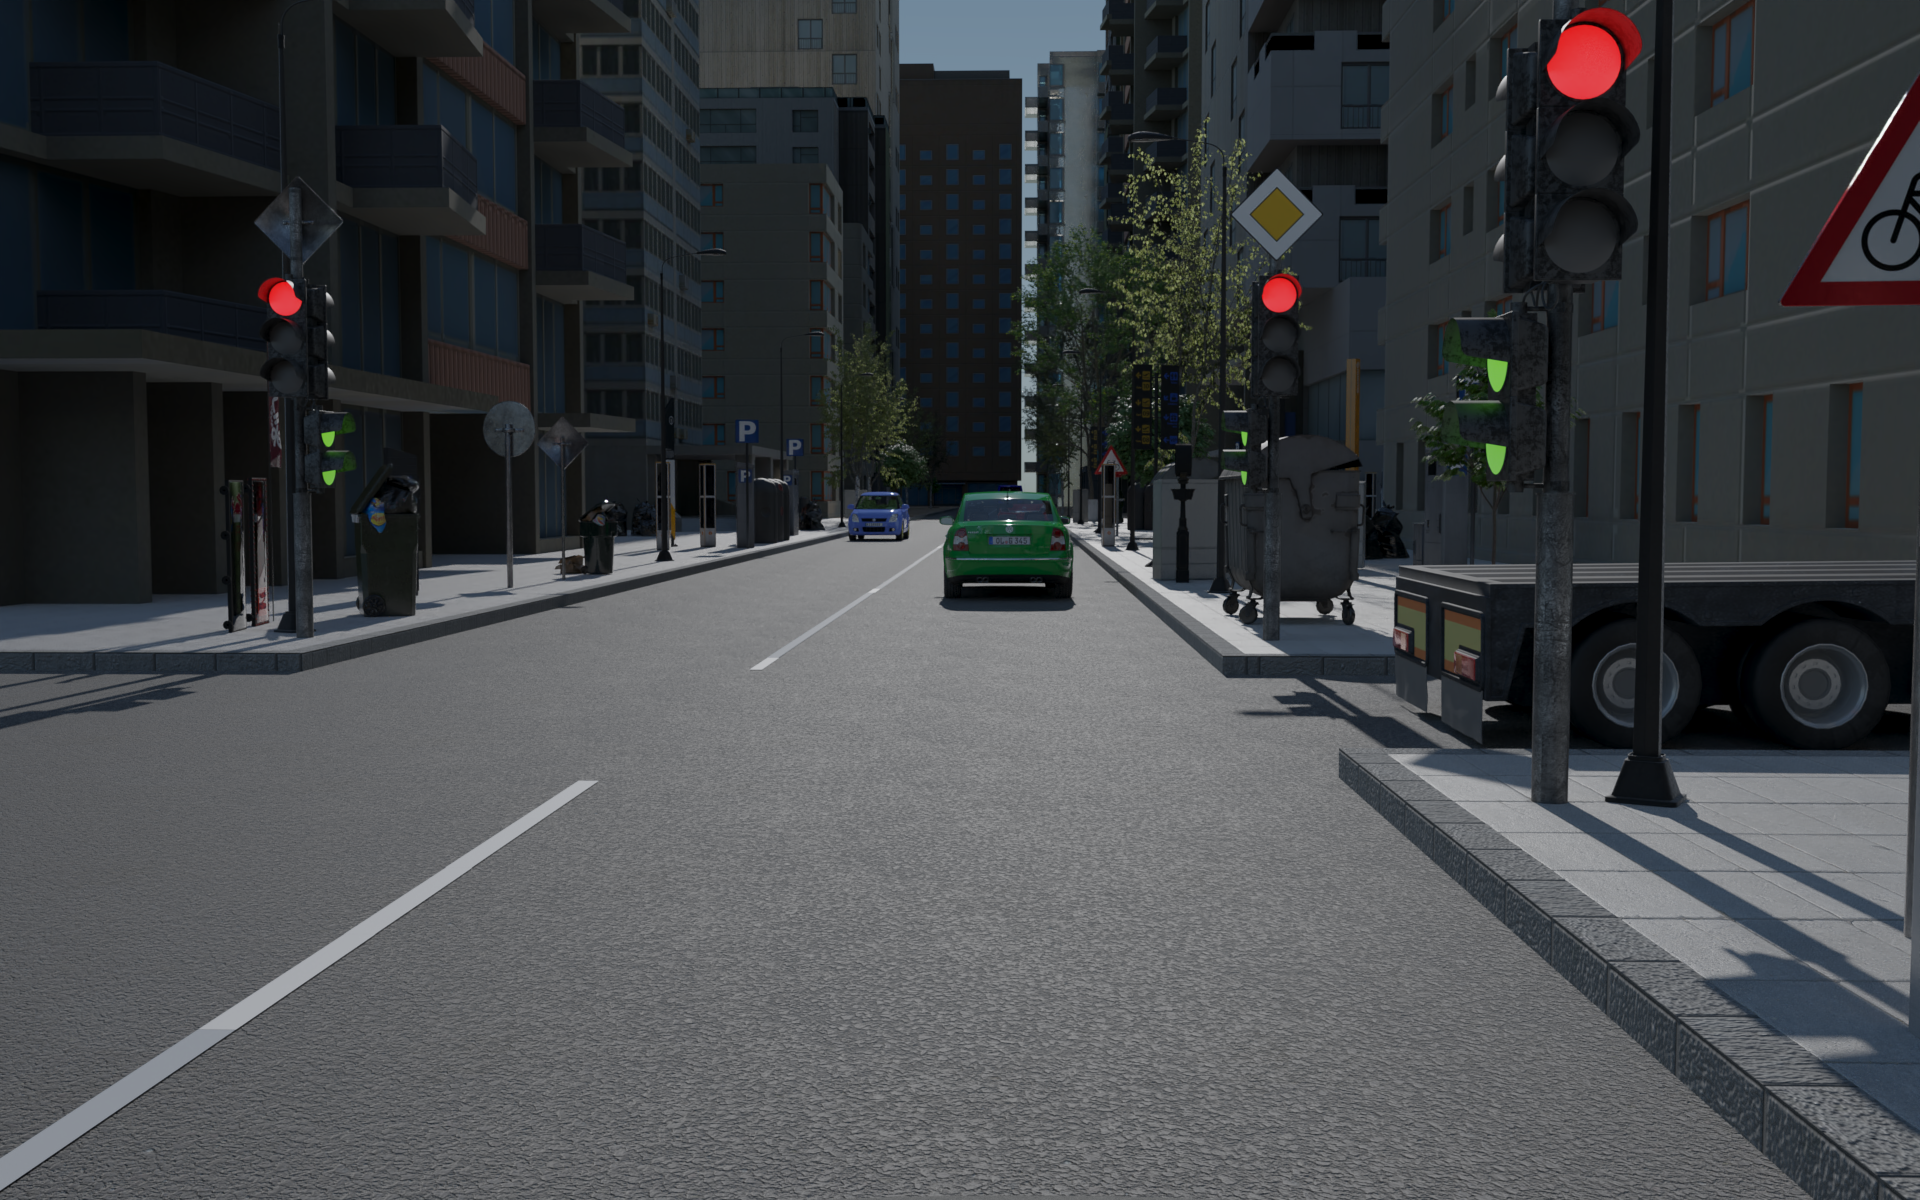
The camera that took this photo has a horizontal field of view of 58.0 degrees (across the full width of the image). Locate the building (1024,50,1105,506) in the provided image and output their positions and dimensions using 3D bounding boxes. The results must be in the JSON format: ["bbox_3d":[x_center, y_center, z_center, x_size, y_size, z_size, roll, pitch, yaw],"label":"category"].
[{"bbox_3d":[22.208,-34.721,187.290,30.456,49.044,23.786,0,4,2],"label":"building"}]

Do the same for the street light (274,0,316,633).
[{"bbox_3d":[-5.653,-2.653,15.923,1.470,5.913,1.316,0,4,2],"label":"street light"}]

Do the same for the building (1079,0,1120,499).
[{"bbox_3d":[21.171,-43.607,151.227,20.563,71.187,20.611,0,4,2],"label":"building"}]

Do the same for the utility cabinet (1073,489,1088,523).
[{"bbox_3d":[5.251,-4.094,75.623,0.318,1.500,1.173,2,4,24],"label":"utility cabinet"}]

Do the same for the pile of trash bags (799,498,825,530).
[{"bbox_3d":[-5.955,-3.214,62.299,1.912,1.369,3.447,-1,4,-12],"label":"pile of trash bags"}]

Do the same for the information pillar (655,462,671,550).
[{"bbox_3d":[-6.773,-2.145,39.555,0.304,2.012,0.304,0,4,-2],"label":"information pillar"}]

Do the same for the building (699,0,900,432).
[{"bbox_3d":[-19.030,-34.229,148.884,27.495,52.752,28.713,0,4,2],"label":"building"}]

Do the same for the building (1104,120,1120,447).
[{"bbox_3d":[18.112,-22.208,134.797,14.160,30.474,14.107,0,4,2],"label":"building"}]

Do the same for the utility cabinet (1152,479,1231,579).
[{"bbox_3d":[3.475,-1.055,25.924,1.173,1.500,0.318,-1,4,-19],"label":"utility cabinet"}]

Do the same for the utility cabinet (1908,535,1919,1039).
[{"bbox_3d":[2.351,0.463,3.599,0.306,1.237,1.020,0,4,7],"label":"utility cabinet"}]

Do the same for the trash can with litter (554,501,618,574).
[{"bbox_3d":[-6.018,-1.001,27.751,1.055,1.170,0.624,1,4,22],"label":"trash can with litter"}]

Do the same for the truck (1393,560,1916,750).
[{"bbox_3d":[12.279,-1.248,10.163,18.799,4.110,2.967,0,4,3],"label":"truck"}]

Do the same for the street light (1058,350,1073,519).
[{"bbox_3d":[4.003,-5.108,56.055,1.470,5.913,1.316,0,4,2],"label":"street light"}]

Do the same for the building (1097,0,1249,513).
[{"bbox_3d":[20.373,-27.989,112.245,22.147,44.769,28.867,0,4,2],"label":"building"}]

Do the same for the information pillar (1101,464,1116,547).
[{"bbox_3d":[3.617,-2.309,42.245,0.304,2.012,0.304,0,4,-5],"label":"information pillar"}]

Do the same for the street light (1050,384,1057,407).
[{"bbox_3d":[4.589,-6.165,73.332,1.470,5.913,1.316,0,4,2],"label":"street light"}]

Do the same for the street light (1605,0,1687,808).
[{"bbox_3d":[2.334,-2.114,7.104,1.470,5.913,1.316,0,4,2],"label":"street light"}]

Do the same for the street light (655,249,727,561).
[{"bbox_3d":[-5.119,-3.696,32.973,1.470,5.913,1.316,0,4,2],"label":"street light"}]

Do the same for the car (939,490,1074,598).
[{"bbox_3d":[0.667,-1.001,25.160,1.959,1.807,4.718,0,4,0],"label":"car"}]

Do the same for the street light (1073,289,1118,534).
[{"bbox_3d":[3.384,-4.082,39.283,1.470,5.913,1.316,0,4,2],"label":"street light"}]

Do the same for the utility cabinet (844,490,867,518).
[{"bbox_3d":[-5.445,-5.018,90.715,1.173,1.500,0.318,0,4,8],"label":"utility cabinet"}]

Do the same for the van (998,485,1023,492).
[{"bbox_3d":[3.478,-7.109,120.609,2.240,2.365,5.245,0,4,1],"label":"van"}]

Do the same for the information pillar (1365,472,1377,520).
[{"bbox_3d":[13.997,-3.335,59.019,0.304,2.012,0.304,3,4,36],"label":"information pillar"}]

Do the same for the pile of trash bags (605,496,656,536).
[{"bbox_3d":[-10.787,-2.639,52.903,3.447,1.369,1.912,-1,4,-8],"label":"pile of trash bags"}]

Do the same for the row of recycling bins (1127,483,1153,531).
[{"bbox_3d":[7.323,-3.289,60.896,3.534,1.692,1.069,3,5,44],"label":"row of recycling bins"}]

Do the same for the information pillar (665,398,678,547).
[{"bbox_3d":[-7.053,-3.094,41.940,0.183,3.616,0.504,1,4,20],"label":"information pillar"}]

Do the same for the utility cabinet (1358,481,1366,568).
[{"bbox_3d":[6.338,-1.286,29.708,1.173,1.500,0.318,1,4,21],"label":"utility cabinet"}]

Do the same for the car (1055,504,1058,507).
[{"bbox_3d":[2.270,-3.090,59.559,2.155,1.783,4.494,0,4,4],"label":"car"}]

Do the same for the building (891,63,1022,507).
[{"bbox_3d":[-0.546,-32.635,183.699,14.200,45.320,14.600,0,4,2],"label":"building"}]

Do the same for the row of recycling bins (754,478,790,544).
[{"bbox_3d":[-5.214,-2.408,46.477,1.069,1.692,3.534,0,4,2],"label":"row of recycling bins"}]

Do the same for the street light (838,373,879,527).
[{"bbox_3d":[-4.008,-5.749,66.534,1.470,5.913,1.316,0,4,2],"label":"street light"}]

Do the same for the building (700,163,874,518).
[{"bbox_3d":[-20.299,-15.941,105.671,27.650,21.520,28.899,0,4,2],"label":"building"}]

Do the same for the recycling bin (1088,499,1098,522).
[{"bbox_3d":[6.470,-4.204,81.290,0.722,1.027,0.722,-2,4,-35],"label":"recycling bin"}]

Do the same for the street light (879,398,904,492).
[{"bbox_3d":[-3.383,-6.803,83.774,1.470,5.913,1.316,0,4,2],"label":"street light"}]

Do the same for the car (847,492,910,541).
[{"bbox_3d":[-2.533,-2.746,54.488,1.945,1.707,3.694,0,4,3],"label":"car"}]

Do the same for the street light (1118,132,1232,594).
[{"bbox_3d":[2.850,-3.047,22.363,1.470,5.913,1.316,0,4,2],"label":"street light"}]

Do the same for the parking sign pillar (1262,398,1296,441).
[{"bbox_3d":[7.557,-3.248,41.569,1.447,3.967,1.447,-1,4,-15],"label":"parking sign pillar"}]

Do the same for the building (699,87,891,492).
[{"bbox_3d":[-12.567,-21.707,126.610,14.160,30.474,14.107,0,4,2],"label":"building"}]

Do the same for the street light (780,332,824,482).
[{"bbox_3d":[-4.586,-4.723,49.761,1.470,5.913,1.316,0,4,2],"label":"street light"}]

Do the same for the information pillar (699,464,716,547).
[{"bbox_3d":[-6.100,-2.287,41.883,0.304,2.012,0.304,-2,4,-31],"label":"information pillar"}]

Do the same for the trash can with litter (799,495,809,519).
[{"bbox_3d":[-8.228,-4.642,86.949,2.233,1.210,1.678,-1,4,-20],"label":"trash can with litter"}]

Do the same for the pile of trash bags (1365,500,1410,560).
[{"bbox_3d":[7.569,-1.571,35.443,1.912,1.369,3.447,-2,4,-28],"label":"pile of trash bags"}]
